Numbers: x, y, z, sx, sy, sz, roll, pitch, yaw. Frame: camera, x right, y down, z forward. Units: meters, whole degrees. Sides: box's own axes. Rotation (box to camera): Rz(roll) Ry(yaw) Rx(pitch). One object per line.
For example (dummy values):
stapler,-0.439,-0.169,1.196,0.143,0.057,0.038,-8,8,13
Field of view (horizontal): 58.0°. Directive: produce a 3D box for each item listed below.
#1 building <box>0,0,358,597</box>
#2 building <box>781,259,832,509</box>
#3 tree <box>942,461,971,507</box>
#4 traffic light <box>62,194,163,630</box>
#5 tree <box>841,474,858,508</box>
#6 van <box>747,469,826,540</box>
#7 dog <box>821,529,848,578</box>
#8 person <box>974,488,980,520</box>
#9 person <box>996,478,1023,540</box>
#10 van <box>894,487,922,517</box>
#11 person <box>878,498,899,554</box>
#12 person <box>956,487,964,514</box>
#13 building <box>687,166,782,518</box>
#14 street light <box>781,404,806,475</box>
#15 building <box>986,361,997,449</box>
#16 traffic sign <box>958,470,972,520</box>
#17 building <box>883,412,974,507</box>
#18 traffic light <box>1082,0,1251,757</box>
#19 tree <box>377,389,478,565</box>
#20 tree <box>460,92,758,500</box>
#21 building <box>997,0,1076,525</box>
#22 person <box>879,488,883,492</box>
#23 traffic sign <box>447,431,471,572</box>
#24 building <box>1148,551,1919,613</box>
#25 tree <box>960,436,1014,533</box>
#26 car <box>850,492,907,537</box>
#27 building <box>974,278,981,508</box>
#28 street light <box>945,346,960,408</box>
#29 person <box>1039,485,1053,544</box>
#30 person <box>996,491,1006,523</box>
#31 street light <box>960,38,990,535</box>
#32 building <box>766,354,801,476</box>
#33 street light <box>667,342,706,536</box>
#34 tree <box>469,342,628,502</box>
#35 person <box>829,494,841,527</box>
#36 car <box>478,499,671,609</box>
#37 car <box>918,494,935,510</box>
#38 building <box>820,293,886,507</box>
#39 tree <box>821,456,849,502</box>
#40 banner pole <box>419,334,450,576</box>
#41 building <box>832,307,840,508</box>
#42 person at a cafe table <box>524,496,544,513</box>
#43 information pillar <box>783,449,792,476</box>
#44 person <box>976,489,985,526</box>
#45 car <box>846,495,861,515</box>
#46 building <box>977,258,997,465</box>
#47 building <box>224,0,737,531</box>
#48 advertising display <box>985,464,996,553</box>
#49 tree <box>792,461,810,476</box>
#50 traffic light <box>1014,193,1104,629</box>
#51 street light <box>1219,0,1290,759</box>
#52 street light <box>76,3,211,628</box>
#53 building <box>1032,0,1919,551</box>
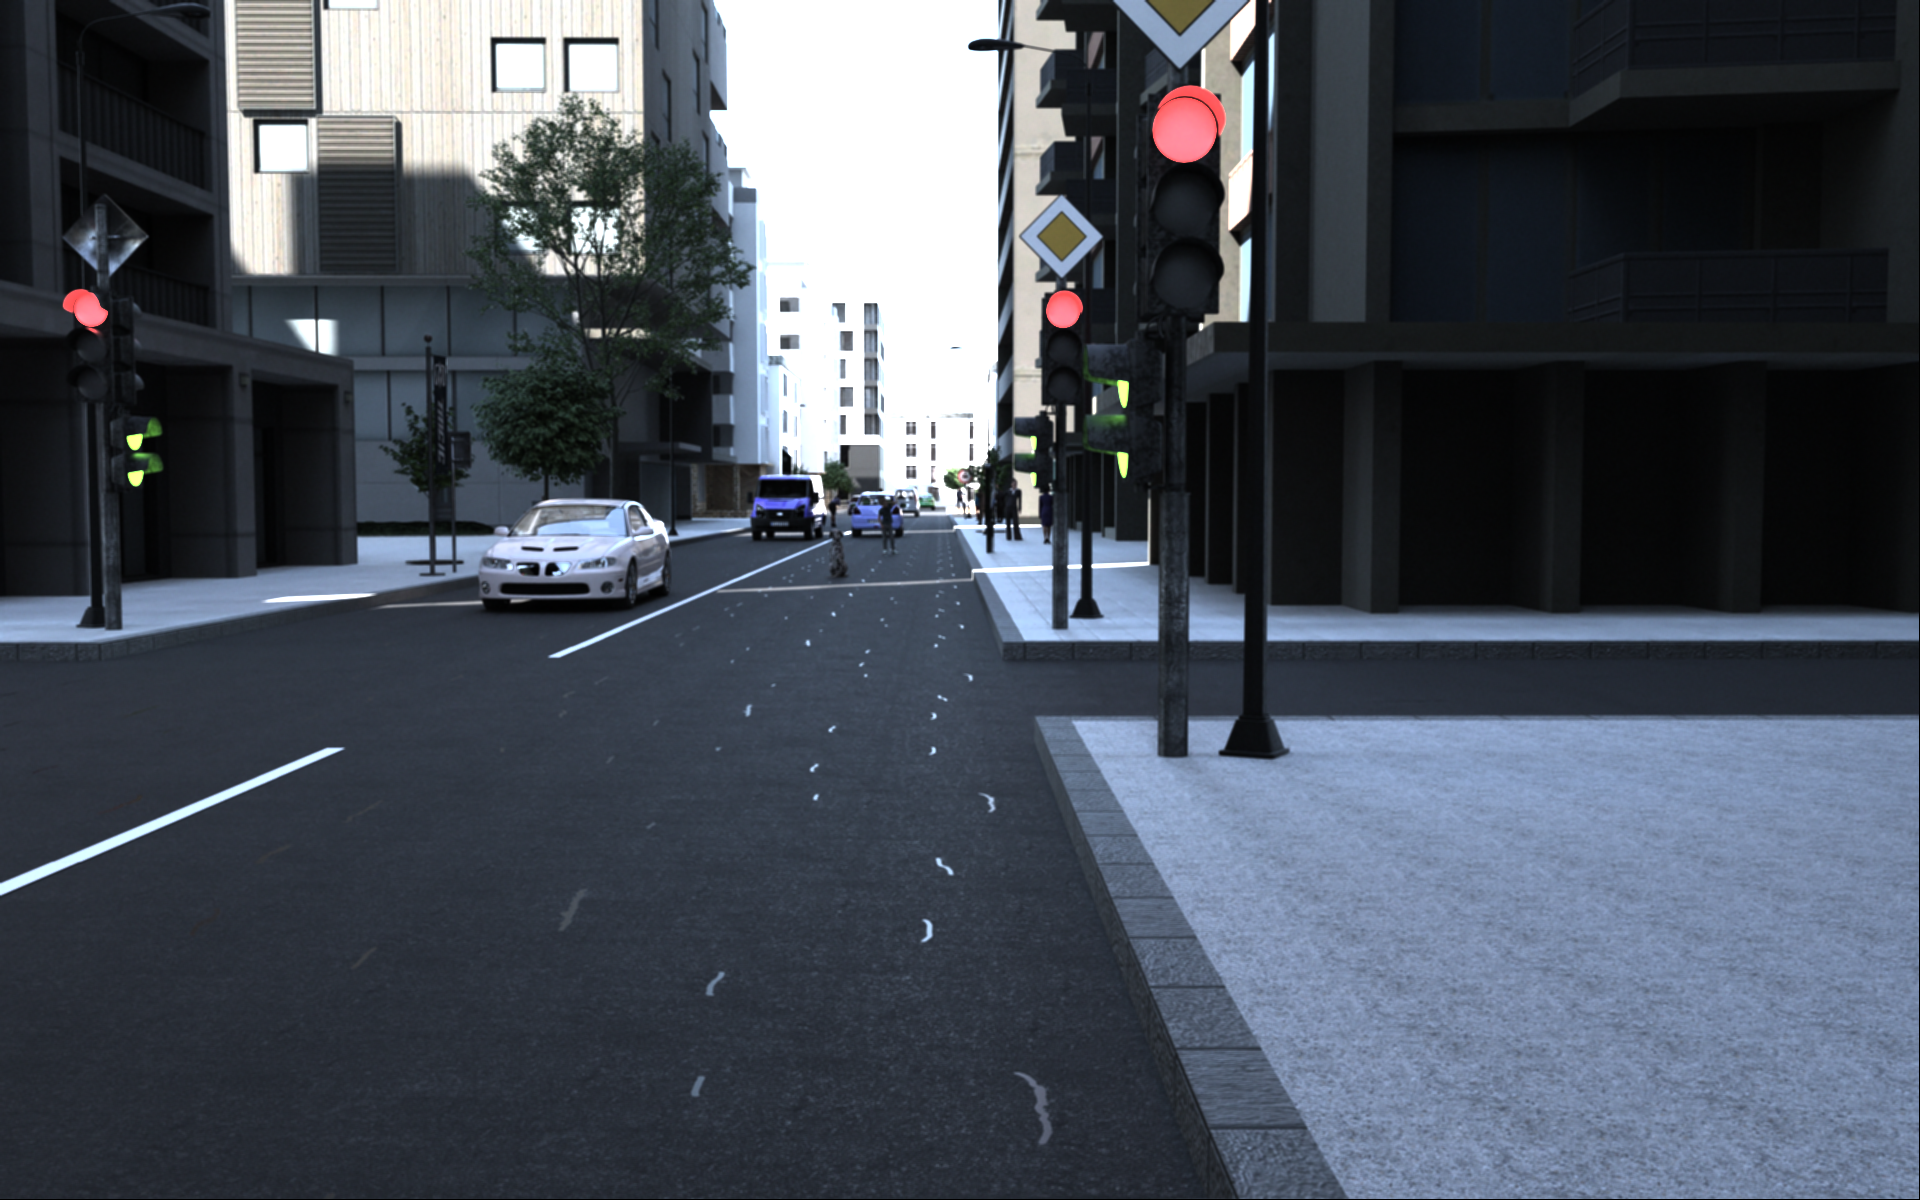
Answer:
building,-21.227,-35.890,25.047,20.563,71.187,20.611,0,4,-1
building,-18.772,-17.190,137.473,16.016,20.091,11.380,0,4,-1
tree,-0.356,-11.333,169.007,4.285,4.588,4.351,0,3,0
traffic light,-7.986,-1.672,16.258,0.839,4.253,0.868,0,4,-1
tree,-10.228,-10.108,159.862,1.663,3.219,1.824,0,3,0
van,-5.469,-3.119,55.373,2.240,2.365,5.245,0,4,1
dog,-2.210,-0.807,30.026,0.513,0.831,0.800,2,4,29
person,0.885,-4.688,84.394,0.444,1.614,0.593,0,4,4
person,1.355,-2.517,47.993,0.742,1.727,0.445,-1,4,-20
van,-3.424,-6.293,109.896,2.013,2.044,4.112,0,4,0
person,-1.724,-1.791,41.690,0.435,1.345,0.340,-2,4,-24
person,0.073,-6.578,114.043,0.683,1.767,0.568,-1,4,-14
building,-18.852,-14.781,98.094,16.016,20.091,11.380,0,4,-1
street light,-8.673,-7.171,89.791,1.470,5.913,1.316,0,4,-1
building,6.567,-10.227,109.362,9.099,9.664,28.070,0,4,-1
traffic sign,0.259,-5.290,86.595,0.768,2.556,0.104,0,4,0
building,6.185,-14.637,181.467,28.070,9.664,9.099,0,4,-1
traffic light,1.026,-1.191,8.391,0.839,4.253,0.868,0,4,-1
tree,-9.572,-2.267,31.663,1.663,3.219,1.824,0,3,0
tree,-9.446,-7.377,46.364,9.928,11.665,9.643,0,3,0
building,12.708,-27.900,79.862,21.300,48.544,21.600,0,4,-1
person,-4.050,-4.897,89.395,0.431,1.722,0.655,-1,4,-9
traffic sign,-8.270,-1.599,28.277,0.606,2.300,0.079,0,4,6
building,16.853,-22.775,26.991,28.867,44.769,22.147,0,4,-1
tree,1.098,-3.874,57.944,1.663,3.219,1.824,0,3,0
car,-2.801,-3.037,59.248,1.945,1.707,3.694,0,4,-1
building,9.920,-17.363,150.338,16.747,18.905,31.486,0,4,-1
street light,0.345,-5.009,54.432,1.470,5.913,1.316,0,4,-1
person,2.248,-2.219,44.692,0.453,1.535,0.546,0,4,-6
person,1.787,-4.159,76.305,0.482,1.546,0.388,2,4,24
street light,0.774,-2.769,17.819,1.470,5.913,1.316,0,4,-1
building,-15.375,-10.764,118.142,9.099,9.664,28.070,0,4,-1
street light,-8.304,-4.932,53.177,1.470,5.913,1.316,0,4,-1
tree,-8.882,-3.293,37.555,4.285,4.588,4.351,0,3,0
person,-5.473,-3.922,75.856,0.421,1.427,0.697,2,4,35
car,-5.020,-0.655,23.075,2.083,1.381,4.827,0,4,-1
car,-3.164,-8.954,155.189,1.959,1.807,4.718,0,4,-2
building,-24.749,-21.174,190.162,32.646,21.610,27.936,0,4,-1
tree,-11.075,-10.083,148.563,4.285,4.588,4.351,0,3,0
banner pole,-8.285,-2.289,27.437,0.401,3.779,0.863,1,4,9
building,-16.939,-18.505,158.971,11.380,20.091,16.016,0,4,-1
person at a cafe table,-12.821,-2.655,54.272,1.698,1.238,1.726,1,4,14
information pillar,-8.831,-5.945,88.552,0.504,3.616,0.183,0,4,8
person,0.928,-3.917,70.779,0.600,1.739,0.565,2,4,26
car,-6.869,-6.560,119.838,1.945,1.354,3.894,0,4,-2
building,9.354,-16.657,128.764,16.016,20.091,11.380,0,4,-1
building,-24.173,-29.417,70.202,28.713,52.752,27.495,0,4,-1
advertising display,0.665,-2.004,37.984,0.123,1.923,0.974,1,4,8
tree,-9.621,-6.866,106.863,1.663,3.219,1.824,0,3,0
traffic light,0.935,-1.679,16.375,0.839,4.253,0.868,0,4,-1
street light,0.913,-2.192,8.376,1.470,5.913,1.316,0,4,-1
street light,-7.798,-2.693,16.565,1.470,5.913,1.316,0,4,-1
building,13.784,-24.450,54.380,22.147,44.769,28.867,0,4,-1
